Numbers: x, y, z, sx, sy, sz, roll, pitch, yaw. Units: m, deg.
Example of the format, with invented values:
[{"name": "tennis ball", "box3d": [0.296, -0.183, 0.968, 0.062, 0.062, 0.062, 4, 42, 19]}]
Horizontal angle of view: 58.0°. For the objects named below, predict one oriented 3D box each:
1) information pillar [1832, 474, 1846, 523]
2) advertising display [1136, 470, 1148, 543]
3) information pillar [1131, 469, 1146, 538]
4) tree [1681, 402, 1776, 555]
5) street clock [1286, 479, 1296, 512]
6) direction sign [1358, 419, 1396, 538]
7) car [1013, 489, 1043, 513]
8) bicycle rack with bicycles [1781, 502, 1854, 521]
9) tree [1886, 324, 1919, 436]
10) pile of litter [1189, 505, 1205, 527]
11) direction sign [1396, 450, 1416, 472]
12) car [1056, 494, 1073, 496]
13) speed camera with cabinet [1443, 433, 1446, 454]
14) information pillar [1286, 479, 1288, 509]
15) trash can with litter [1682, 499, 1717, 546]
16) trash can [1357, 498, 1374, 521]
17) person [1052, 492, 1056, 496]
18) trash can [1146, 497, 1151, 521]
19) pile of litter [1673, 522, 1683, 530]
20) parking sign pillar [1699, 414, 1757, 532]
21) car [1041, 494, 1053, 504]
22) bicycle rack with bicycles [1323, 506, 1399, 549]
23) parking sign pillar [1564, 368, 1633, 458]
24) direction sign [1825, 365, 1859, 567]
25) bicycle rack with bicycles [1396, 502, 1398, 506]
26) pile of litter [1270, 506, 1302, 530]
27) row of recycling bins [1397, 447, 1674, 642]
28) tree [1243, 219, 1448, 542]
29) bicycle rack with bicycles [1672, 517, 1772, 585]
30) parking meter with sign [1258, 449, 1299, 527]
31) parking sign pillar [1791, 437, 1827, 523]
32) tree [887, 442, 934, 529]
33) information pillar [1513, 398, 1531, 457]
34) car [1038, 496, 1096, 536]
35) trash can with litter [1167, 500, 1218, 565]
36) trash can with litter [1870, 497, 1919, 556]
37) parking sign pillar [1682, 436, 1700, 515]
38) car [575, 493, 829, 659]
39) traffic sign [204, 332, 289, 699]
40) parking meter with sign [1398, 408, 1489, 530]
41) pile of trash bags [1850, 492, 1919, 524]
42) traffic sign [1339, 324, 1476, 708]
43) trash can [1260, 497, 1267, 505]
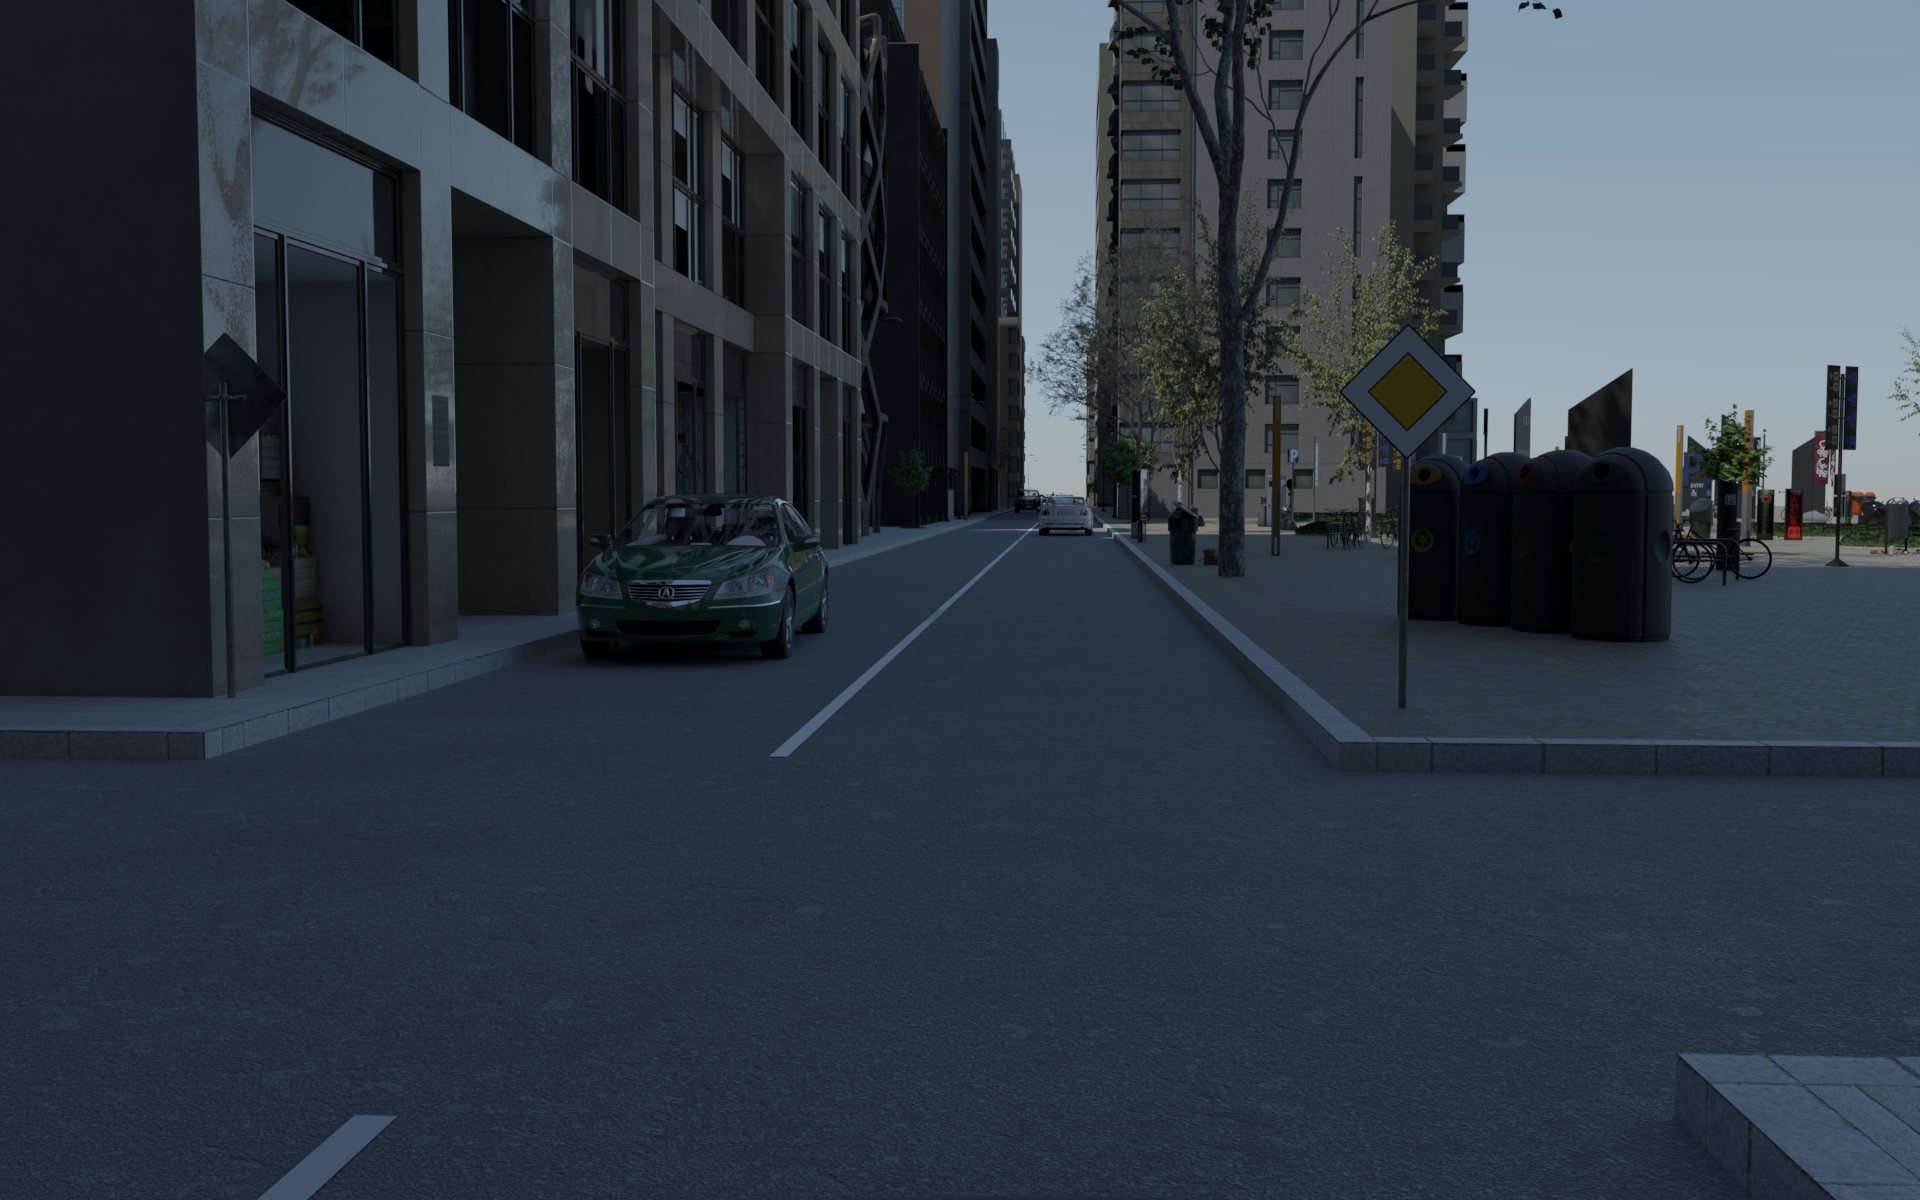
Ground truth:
[{"name": "information pillar", "box3d": [31.445, -3.514, 61.951, 0.304, 2.012, 0.304, -2, 4, -28]}, {"name": "advertising display", "box3d": [4.827, -2.488, 45.892, 0.123, 1.923, 0.974, 1, 4, 18]}, {"name": "information pillar", "box3d": [5.163, -2.794, 50.171, 0.304, 2.012, 0.304, -2, 4, -35]}, {"name": "tree", "box3d": [16.385, -2.566, 36.559, 1.663, 3.219, 1.824, 0, 3, 0]}, {"name": "street clock", "box3d": [15.744, -4.762, 82.425, 0.471, 2.002, 0.358, 2, 4, 27]}, {"name": "direction sign", "box3d": [12.080, -3.571, 50.383, 0.876, 3.537, 0.379, 3, 5, 39]}, {"name": "car", "box3d": [5.220, -7.563, 132.320, 2.281, 1.827, 5.304, 0, 4, 4]}, {"name": "bicycle rack with bicycles", "box3d": [40.018, -4.146, 81.170, 2.925, 0.926, 2.852, 3, 5, 40]}, {"name": "tree", "box3d": [34.200, -6.641, 58.937, 4.737, 8.622, 4.395, 0, 3, 0]}, {"name": "pile of litter", "box3d": [8.915, -3.303, 67.961, 1.719, 0.858, 1.176, -2, 4, -29]}, {"name": "direction sign", "box3d": [15.450, -4.177, 60.283, 0.876, 3.537, 0.379, 3, 5, 41]}, {"name": "car", "box3d": [7.066, -6.564, 117.109, 2.009, 1.686, 4.222, 0, 4, 4]}, {"name": "speed camera with cabinet", "box3d": [16.223, -3.831, 56.976, 2.038, 3.252, 0.660, -2, 4, -34]}, {"name": "information pillar", "box3d": [15.526, -4.806, 83.066, 0.304, 2.012, 0.304, 2, 4, 29]}, {"name": "trash can with litter", "box3d": [18.299, -1.929, 42.926, 1.055, 1.170, 0.624, -3, 5, -41]}, {"name": "trash can", "box3d": [15.479, -3.319, 65.918, 0.748, 1.137, 0.748, 0, 3, 0]}, {"name": "person", "box3d": [13.030, -14.346, 243.067, 1.348, 1.822, 0.705, -2, 4, -30]}, {"name": "trash can", "box3d": [8.687, -4.296, 81.892, 0.748, 1.137, 0.748, 0, 3, 0]}, {"name": "pile of litter", "box3d": [24.345, -2.822, 60.107, 1.719, 0.858, 1.176, 0, 4, 4]}, {"name": "parking sign pillar", "box3d": [25.942, -4.249, 57.938, 1.447, 3.967, 1.447, -2, 4, -30]}, {"name": "car", "box3d": [12.137, -13.924, 239.662, 2.014, 1.417, 4.499, 0, 4, 3]}, {"name": "bicycle rack with bicycles", "box3d": [9.678, -1.684, 40.923, 2.852, 0.926, 2.925, 2, 4, 34]}, {"name": "parking sign pillar", "box3d": [13.734, -2.988, 37.329, 1.447, 3.967, 1.447, 0, 4, 7]}, {"name": "direction sign", "box3d": [15.562, -2.363, 30.628, 0.876, 3.537, 0.379, -2, 4, -31]}, {"name": "bicycle rack with bicycles", "box3d": [19.409, -3.734, 74.440, 2.925, 0.926, 2.852, 0, 4, -2]}, {"name": "pile of litter", "box3d": [11.756, -2.917, 61.659, 1.176, 0.858, 1.719, -1, 4, -12]}, {"name": "row of recycling bins", "box3d": [5.442, -0.582, 16.629, 1.069, 1.692, 3.534, -1, 4, -20]}, {"name": "tree", "box3d": [10.708, -5.861, 46.188, 4.737, 8.622, 4.395, 0, 3, 0]}, {"name": "bicycle rack with bicycles", "box3d": [10.338, -0.754, 25.703, 2.925, 0.926, 2.852, 2, 4, 31]}, {"name": "parking meter with sign", "box3d": [12.291, -4.337, 67.178, 0.543, 3.016, 1.738, -3, 4, -36]}, {"name": "parking sign pillar", "box3d": [35.368, -5.119, 72.174, 1.447, 3.967, 1.447, 2, 4, 27]}, {"name": "tree", "box3d": [-1.671, -4.272, 64.442, 1.663, 3.219, 1.824, 0, 3, 0]}, {"name": "information pillar", "box3d": [13.663, -3.105, 42.120, 0.504, 3.616, 0.183, -2, 4, -26]}, {"name": "car", "box3d": [3.755, -2.974, 60.985, 2.083, 1.381, 4.827, 0, 4, 5]}, {"name": "trash can with litter", "box3d": [4.309, -1.234, 31.567, 1.055, 1.170, 0.624, 1, 4, 13]}, {"name": "trash can with litter", "box3d": [20.309, -1.574, 36.785, 2.233, 1.210, 1.678, -1, 4, -13]}, {"name": "parking sign pillar", "box3d": [33.731, -5.551, 79.233, 1.447, 3.967, 1.447, -2, 4, -28]}, {"name": "car", "box3d": [-2.337, -0.294, 16.599, 2.131, 1.459, 4.920, 0, 4, 2]}, {"name": "traffic sign", "box3d": [-4.575, -0.439, 10.821, 0.795, 2.450, 0.064, 0, 4, 4]}, {"name": "parking meter with sign", "box3d": [9.878, -2.396, 35.431, 1.738, 3.016, 0.543, 1, 4, 18]}, {"name": "pile of trash bags", "box3d": [39.476, -3.949, 74.320, 1.912, 1.369, 3.447, 1, 4, 10]}, {"name": "traffic sign", "box3d": [2.653, -0.410, 10.342, 0.795, 2.450, 0.064, 0, 4, 4]}, {"name": "trash can", "box3d": [14.840, -4.406, 83.695, 0.748, 1.137, 0.748, 0, 3, 0]}]
